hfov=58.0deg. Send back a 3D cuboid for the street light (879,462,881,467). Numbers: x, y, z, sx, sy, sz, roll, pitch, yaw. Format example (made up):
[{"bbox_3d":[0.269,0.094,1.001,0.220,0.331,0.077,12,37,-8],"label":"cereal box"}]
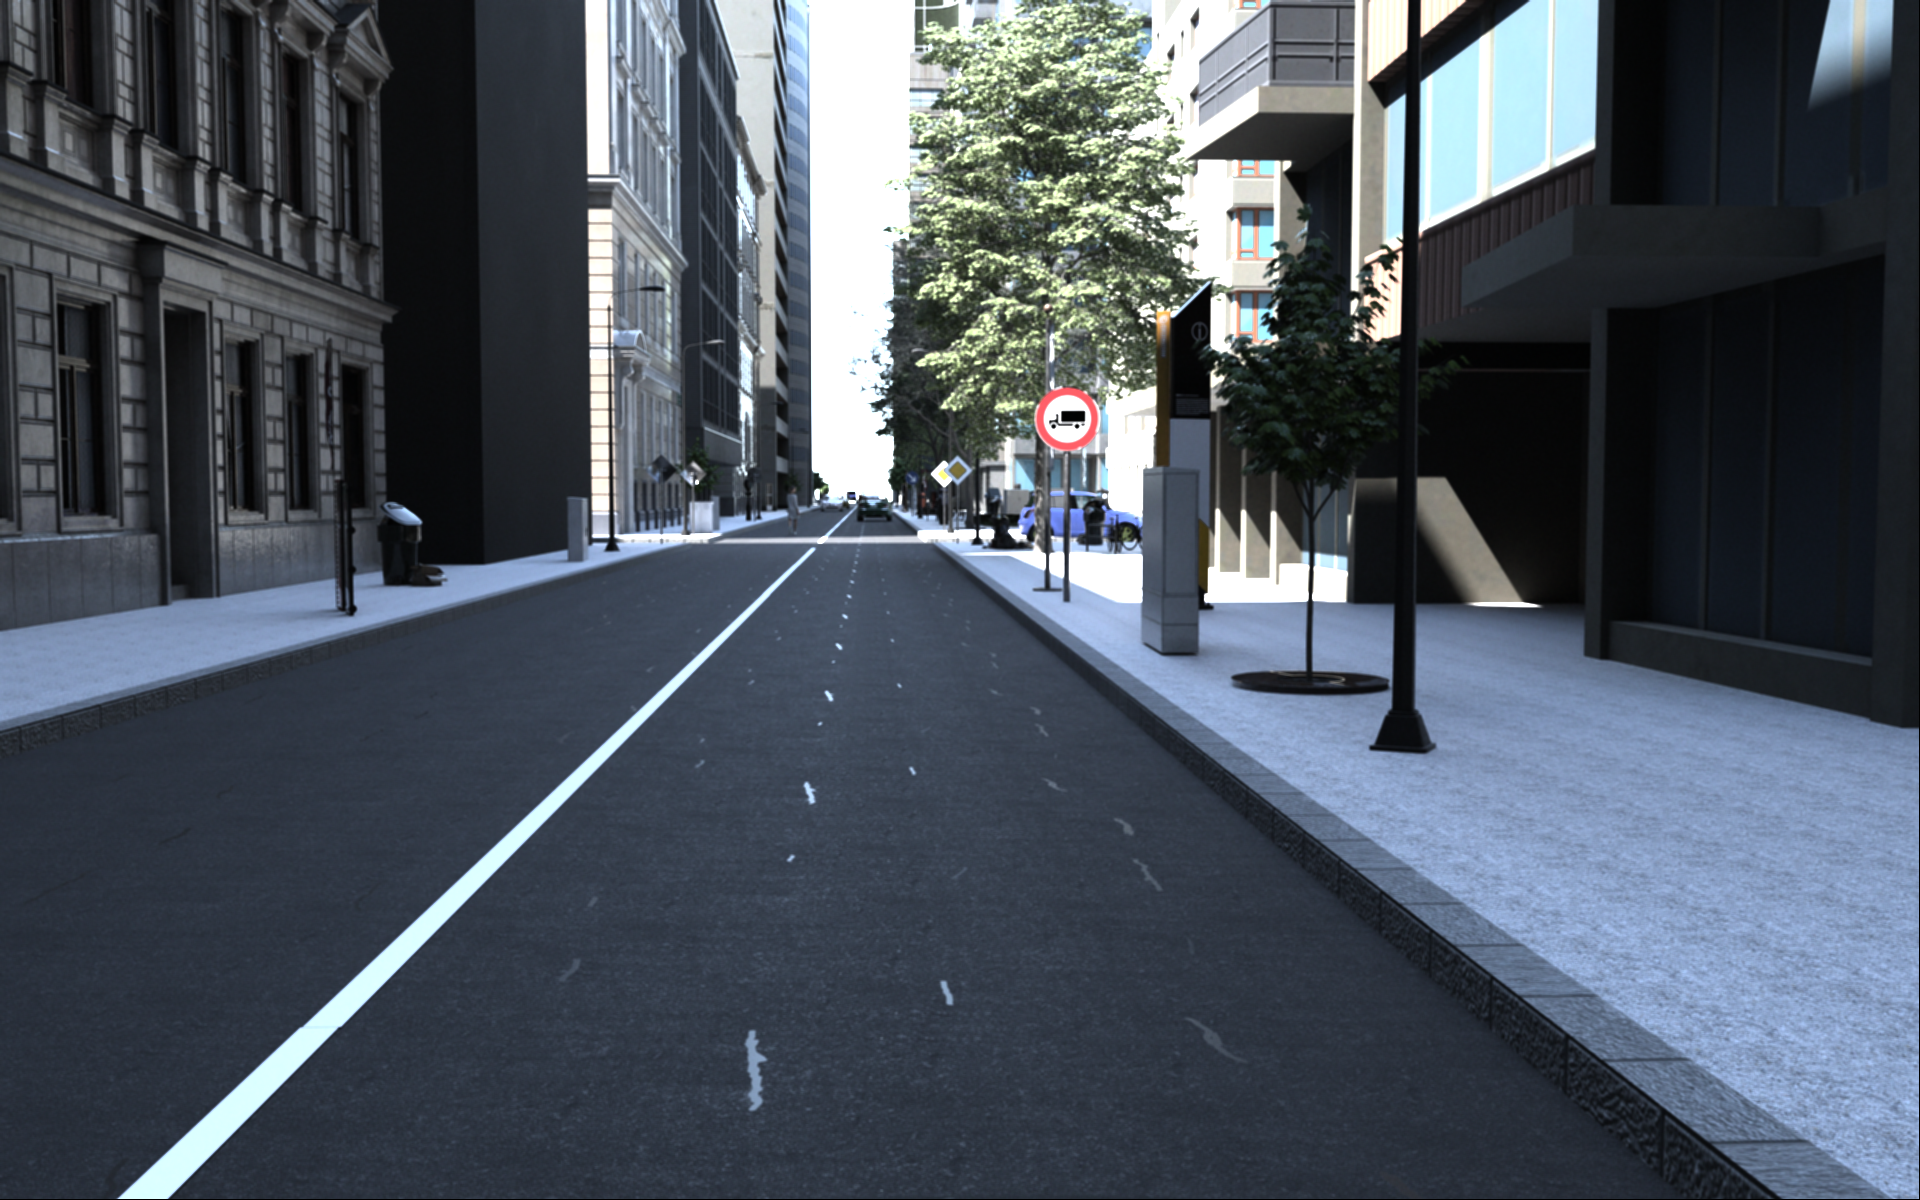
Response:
[{"bbox_3d":[-8.508,-14.149,203.868,1.470,5.913,1.316,0,4,-3],"label":"street light"}]

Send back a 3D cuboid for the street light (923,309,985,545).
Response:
[{"bbox_3d":[-0.097,-4.338,43.473,1.470,5.913,1.316,0,4,-3],"label":"street light"}]

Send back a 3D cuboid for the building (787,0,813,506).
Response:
[{"bbox_3d":[-26.824,-39.341,185.218,21.231,58.520,28.212,0,4,-3],"label":"building"}]

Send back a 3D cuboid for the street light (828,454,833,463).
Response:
[{"bbox_3d":[-15.622,-13.811,198.342,1.470,5.913,1.316,0,4,-3],"label":"street light"}]

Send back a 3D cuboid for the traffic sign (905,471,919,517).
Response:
[{"bbox_3d":[-2.651,-5.869,96.062,0.768,2.556,0.104,0,4,7],"label":"traffic sign"}]

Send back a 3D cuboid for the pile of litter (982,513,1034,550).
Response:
[{"bbox_3d":[1.146,-1.637,40.738,1.176,0.858,1.719,-1,4,-14],"label":"pile of litter"}]

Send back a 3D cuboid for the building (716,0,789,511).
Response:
[{"bbox_3d":[-24.753,-31.364,136.502,21.300,48.544,21.600,0,4,-3],"label":"building"}]

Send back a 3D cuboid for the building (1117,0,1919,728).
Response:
[{"bbox_3d":[14.332,-22.158,16.916,22.147,44.769,28.867,0,4,-3],"label":"building"}]

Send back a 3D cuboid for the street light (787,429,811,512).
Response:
[{"bbox_3d":[-11.890,-9.544,128.587,1.470,5.913,1.316,0,4,-3],"label":"street light"}]

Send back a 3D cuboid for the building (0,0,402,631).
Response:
[{"bbox_3d":[-13.899,-9.496,19.885,10.561,19.102,19.286,0,4,-3],"label":"building"}]

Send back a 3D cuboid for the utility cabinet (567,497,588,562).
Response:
[{"bbox_3d":[-7.332,-1.352,33.275,0.306,1.237,1.020,0,4,-6],"label":"utility cabinet"}]

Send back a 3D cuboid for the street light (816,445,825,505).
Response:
[{"bbox_3d":[-13.750,-11.675,163.433,1.470,5.913,1.316,0,4,-3],"label":"street light"}]

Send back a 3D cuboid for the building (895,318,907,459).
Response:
[{"bbox_3d":[-2.915,-30.188,265.267,14.160,30.474,14.107,0,4,-3],"label":"building"}]

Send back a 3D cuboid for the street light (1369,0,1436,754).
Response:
[{"bbox_3d":[1.693,-2.201,8.535,1.470,5.913,1.316,0,4,-3],"label":"street light"}]

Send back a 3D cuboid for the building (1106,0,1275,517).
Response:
[{"bbox_3d":[21.951,-13.576,67.001,28.899,21.520,27.650,0,4,-3],"label":"building"}]

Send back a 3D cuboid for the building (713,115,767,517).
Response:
[{"bbox_3d":[-19.083,-19.093,109.435,12.463,27.353,25.104,0,4,-3],"label":"building"}]

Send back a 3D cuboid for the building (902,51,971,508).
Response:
[{"bbox_3d":[2.032,-29.400,164.292,14.154,41.232,14.086,0,4,-3],"label":"building"}]

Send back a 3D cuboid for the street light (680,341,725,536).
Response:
[{"bbox_3d":[-7.800,-4.890,52.493,1.470,5.913,1.316,0,4,-3],"label":"street light"}]

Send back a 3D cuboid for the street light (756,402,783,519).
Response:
[{"bbox_3d":[-9.643,-7.036,87.574,1.470,5.913,1.316,0,4,-3],"label":"street light"}]

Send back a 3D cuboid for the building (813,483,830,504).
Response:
[{"bbox_3d":[-36.662,-35.356,269.950,32.217,40.220,23.993,0,4,-3],"label":"building"}]

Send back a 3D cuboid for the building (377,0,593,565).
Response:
[{"bbox_3d":[-16.835,-12.643,36.388,15.834,23.373,12.332,0,4,-3],"label":"building"}]

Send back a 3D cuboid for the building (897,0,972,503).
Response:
[{"bbox_3d":[1.299,-49.453,246.807,20.563,71.187,20.611,0,4,-3],"label":"building"}]

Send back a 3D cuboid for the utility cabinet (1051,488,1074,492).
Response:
[{"bbox_3d":[3.786,-3.535,66.482,1.173,1.500,0.318,0,4,4],"label":"utility cabinet"}]

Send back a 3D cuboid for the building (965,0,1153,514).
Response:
[{"bbox_3d":[11.853,-30.139,112.374,23.786,49.044,30.456,0,4,-3],"label":"building"}]

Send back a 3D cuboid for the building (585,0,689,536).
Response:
[{"bbox_3d":[-17.256,-16.875,61.817,13.634,28.700,20.117,0,4,-3],"label":"building"}]

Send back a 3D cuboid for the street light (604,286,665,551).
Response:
[{"bbox_3d":[-7.271,-4.048,38.734,1.470,5.913,1.316,0,4,-3],"label":"street light"}]

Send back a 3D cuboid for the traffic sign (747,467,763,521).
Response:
[{"bbox_3d":[-9.646,-4.968,81.330,0.768,2.556,0.104,0,4,4],"label":"traffic sign"}]

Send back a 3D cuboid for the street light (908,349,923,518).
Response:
[{"bbox_3d":[-0.840,-5.086,55.699,1.470,5.913,1.316,0,4,-3],"label":"street light"}]

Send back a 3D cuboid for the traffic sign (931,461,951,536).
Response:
[{"bbox_3d":[-0.478,-2.983,52.413,0.795,2.450,0.064,0,4,-3],"label":"traffic sign"}]

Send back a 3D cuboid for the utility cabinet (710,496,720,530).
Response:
[{"bbox_3d":[-8.730,-3.092,61.716,0.306,1.237,1.020,-1,4,-11],"label":"utility cabinet"}]

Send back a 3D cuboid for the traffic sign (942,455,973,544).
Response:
[{"bbox_3d":[-0.063,-2.495,44.439,0.795,2.450,0.064,0,4,-3],"label":"traffic sign"}]

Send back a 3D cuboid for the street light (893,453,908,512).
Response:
[{"bbox_3d":[-2.628,-7.248,91.047,1.470,5.913,1.316,0,4,-3],"label":"street light"}]

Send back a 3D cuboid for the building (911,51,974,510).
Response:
[{"bbox_3d":[12.112,-27.740,145.424,32.217,40.220,23.993,0,4,-3],"label":"building"}]

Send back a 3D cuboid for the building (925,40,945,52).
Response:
[{"bbox_3d":[5.967,-34.673,186.517,23.786,49.044,30.456,0,4,-3],"label":"building"}]

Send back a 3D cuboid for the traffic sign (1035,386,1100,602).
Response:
[{"bbox_3d":[1.274,-1.253,20.591,0.768,2.556,0.104,0,4,5],"label":"traffic sign"}]

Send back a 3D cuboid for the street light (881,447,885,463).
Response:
[{"bbox_3d":[-6.703,-12.015,168.991,1.470,5.913,1.316,0,4,-3],"label":"street light"}]

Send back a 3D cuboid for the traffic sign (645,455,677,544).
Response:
[{"bbox_3d":[-7.598,-2.473,44.068,0.795,2.450,0.064,0,4,-3],"label":"traffic sign"}]

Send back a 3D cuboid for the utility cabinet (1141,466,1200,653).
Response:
[{"bbox_3d":[1.737,-0.343,14.287,0.318,1.500,1.173,0,4,-2],"label":"utility cabinet"}]

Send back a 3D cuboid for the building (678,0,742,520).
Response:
[{"bbox_3d":[-18.618,-17.757,83.829,14.314,27.812,24.014,0,4,-3],"label":"building"}]

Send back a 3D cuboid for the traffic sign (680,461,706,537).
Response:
[{"bbox_3d":[-8.013,-2.960,52.042,0.795,2.450,0.064,0,4,-3],"label":"traffic sign"}]

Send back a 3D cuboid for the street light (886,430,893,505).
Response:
[{"bbox_3d":[-4.442,-9.416,126.493,1.470,5.913,1.316,0,4,-3],"label":"street light"}]

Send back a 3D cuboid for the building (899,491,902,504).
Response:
[{"bbox_3d":[8.176,-32.657,225.819,32.217,40.220,23.993,0,4,-3],"label":"building"}]

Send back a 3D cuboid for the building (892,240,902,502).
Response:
[{"bbox_3d":[-3.907,-36.443,279.441,14.154,41.232,14.086,0,4,-3],"label":"building"}]

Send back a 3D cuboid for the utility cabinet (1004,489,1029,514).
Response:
[{"bbox_3d":[2.577,-4.302,79.014,1.173,1.500,0.318,-2,4,-29],"label":"utility cabinet"}]
